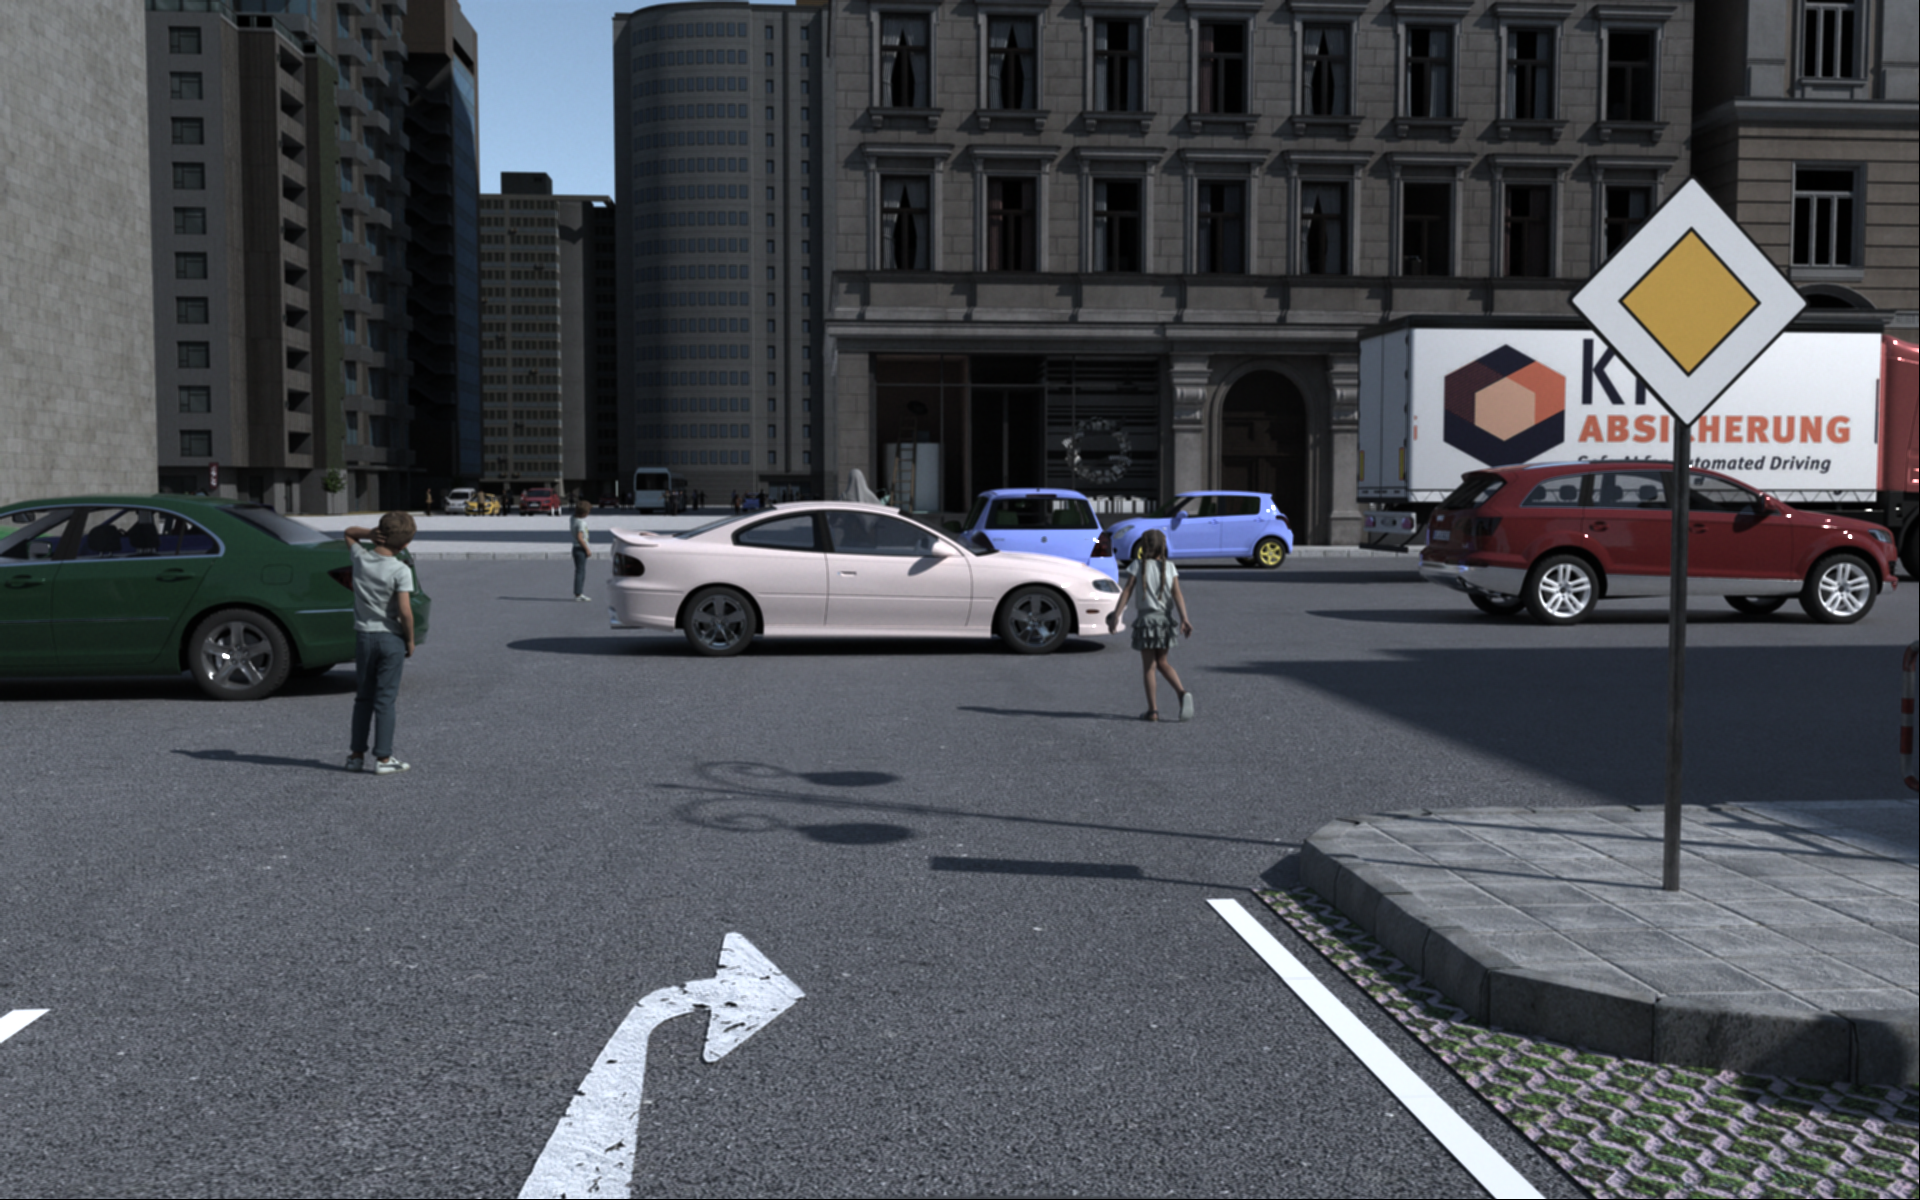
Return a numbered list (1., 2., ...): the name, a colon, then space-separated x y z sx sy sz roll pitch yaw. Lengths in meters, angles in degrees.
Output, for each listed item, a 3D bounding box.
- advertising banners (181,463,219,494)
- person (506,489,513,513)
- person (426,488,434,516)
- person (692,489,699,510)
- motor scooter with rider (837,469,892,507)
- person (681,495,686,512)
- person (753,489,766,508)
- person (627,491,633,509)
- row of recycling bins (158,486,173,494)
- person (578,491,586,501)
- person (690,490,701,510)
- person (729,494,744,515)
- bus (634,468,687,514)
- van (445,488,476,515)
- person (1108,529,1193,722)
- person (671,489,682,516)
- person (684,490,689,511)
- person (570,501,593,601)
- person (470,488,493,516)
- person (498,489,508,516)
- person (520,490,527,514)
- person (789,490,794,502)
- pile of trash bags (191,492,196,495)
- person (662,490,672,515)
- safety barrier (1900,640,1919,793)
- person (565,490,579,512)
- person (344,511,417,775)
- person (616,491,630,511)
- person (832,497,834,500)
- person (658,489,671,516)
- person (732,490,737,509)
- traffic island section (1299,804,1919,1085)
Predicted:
1. advertising banners: -42.165 -6.113 96.131 2.074 3.025 0.090 0 4 -2
2. person: -33.907 -7.440 130.232 0.705 1.814 1.350 0 4 1
3. person: -34.429 -6.343 112.306 0.705 1.812 1.348 0 4 -1
4. person: -23.182 -8.791 152.103 0.599 1.838 0.709 1 4 9
5. motor scooter with rider: -1.207 -0.748 21.200 0.876 1.779 1.986 0 4 -4
6. person: -22.145 -7.927 138.048 0.705 1.831 1.348 -3 5 -42
7. person: -15.492 -7.751 135.359 1.348 1.807 0.705 -2 4 -25
8. person: -30.806 -9.324 161.883 0.436 1.711 0.756 -2 4 -35
9. row of recycling bins: -42.473 -5.089 90.324 3.534 1.692 1.069 1 4 22
10. person: -34.224 -9.033 156.917 0.721 1.736 1.217 1 4 18
11. person: -24.421 -9.271 160.086 1.348 1.823 0.705 2 4 33
12. person: -13.694 -5.793 106.476 1.065 1.426 0.557 2 4 29
13. bus: -22.041 -8.126 127.722 2.948 3.499 13.247 0 4 -5
14. van: -34.552 -6.914 120.049 2.013 2.044 4.112 0 4 -6
15. person: 1.198 0.162 10.873 0.505 1.210 0.382 -1 4 -14
16. person: -17.397 -5.932 106.290 0.742 1.727 0.445 0 4 -4
17. person: -23.234 -8.433 146.457 0.705 1.814 1.350 -2 4 -31
18. person: -5.070 -0.662 23.238 0.340 1.345 0.435 -3 5 -41
19. person: -28.301 -5.736 102.377 1.348 1.812 0.705 0 4 -5
20. person: -29.833 -6.355 113.115 0.721 1.735 1.217 -3 5 -41
21. person: -30.102 -6.759 119.686 0.551 1.740 0.621 -3 5 -40
22. person: -12.787 -7.557 132.582 0.750 1.759 0.617 3 4 36
23. pile of trash bags: -39.732 -4.730 87.089 3.447 1.369 1.912 0 4 4
24. person: -20.387 -6.811 120.659 0.742 1.727 0.445 -1 4 -16
25. safety barrier: 3.777 0.489 6.285 0.300 0.817 1.120 0 4 -5
26. person: -31.882 -8.128 142.106 1.217 1.736 0.721 0 4 -7
27. person: -3.001 0.213 8.934 0.435 1.345 0.340 0 4 0
28. person: -28.519 -8.393 146.554 1.217 1.723 0.721 -2 4 -33
29. person: -10.316 -8.603 148.784 1.348 1.869 0.705 0 4 -2
30. person: -18.994 -6.303 112.268 1.217 1.735 0.721 0 4 -7
31. person: -21.057 -9.402 162.089 0.599 1.838 0.709 3 4 38
32. traffic island section: 2.325 1.018 5.631 2.009 0.180 2.903 0 4 -5
